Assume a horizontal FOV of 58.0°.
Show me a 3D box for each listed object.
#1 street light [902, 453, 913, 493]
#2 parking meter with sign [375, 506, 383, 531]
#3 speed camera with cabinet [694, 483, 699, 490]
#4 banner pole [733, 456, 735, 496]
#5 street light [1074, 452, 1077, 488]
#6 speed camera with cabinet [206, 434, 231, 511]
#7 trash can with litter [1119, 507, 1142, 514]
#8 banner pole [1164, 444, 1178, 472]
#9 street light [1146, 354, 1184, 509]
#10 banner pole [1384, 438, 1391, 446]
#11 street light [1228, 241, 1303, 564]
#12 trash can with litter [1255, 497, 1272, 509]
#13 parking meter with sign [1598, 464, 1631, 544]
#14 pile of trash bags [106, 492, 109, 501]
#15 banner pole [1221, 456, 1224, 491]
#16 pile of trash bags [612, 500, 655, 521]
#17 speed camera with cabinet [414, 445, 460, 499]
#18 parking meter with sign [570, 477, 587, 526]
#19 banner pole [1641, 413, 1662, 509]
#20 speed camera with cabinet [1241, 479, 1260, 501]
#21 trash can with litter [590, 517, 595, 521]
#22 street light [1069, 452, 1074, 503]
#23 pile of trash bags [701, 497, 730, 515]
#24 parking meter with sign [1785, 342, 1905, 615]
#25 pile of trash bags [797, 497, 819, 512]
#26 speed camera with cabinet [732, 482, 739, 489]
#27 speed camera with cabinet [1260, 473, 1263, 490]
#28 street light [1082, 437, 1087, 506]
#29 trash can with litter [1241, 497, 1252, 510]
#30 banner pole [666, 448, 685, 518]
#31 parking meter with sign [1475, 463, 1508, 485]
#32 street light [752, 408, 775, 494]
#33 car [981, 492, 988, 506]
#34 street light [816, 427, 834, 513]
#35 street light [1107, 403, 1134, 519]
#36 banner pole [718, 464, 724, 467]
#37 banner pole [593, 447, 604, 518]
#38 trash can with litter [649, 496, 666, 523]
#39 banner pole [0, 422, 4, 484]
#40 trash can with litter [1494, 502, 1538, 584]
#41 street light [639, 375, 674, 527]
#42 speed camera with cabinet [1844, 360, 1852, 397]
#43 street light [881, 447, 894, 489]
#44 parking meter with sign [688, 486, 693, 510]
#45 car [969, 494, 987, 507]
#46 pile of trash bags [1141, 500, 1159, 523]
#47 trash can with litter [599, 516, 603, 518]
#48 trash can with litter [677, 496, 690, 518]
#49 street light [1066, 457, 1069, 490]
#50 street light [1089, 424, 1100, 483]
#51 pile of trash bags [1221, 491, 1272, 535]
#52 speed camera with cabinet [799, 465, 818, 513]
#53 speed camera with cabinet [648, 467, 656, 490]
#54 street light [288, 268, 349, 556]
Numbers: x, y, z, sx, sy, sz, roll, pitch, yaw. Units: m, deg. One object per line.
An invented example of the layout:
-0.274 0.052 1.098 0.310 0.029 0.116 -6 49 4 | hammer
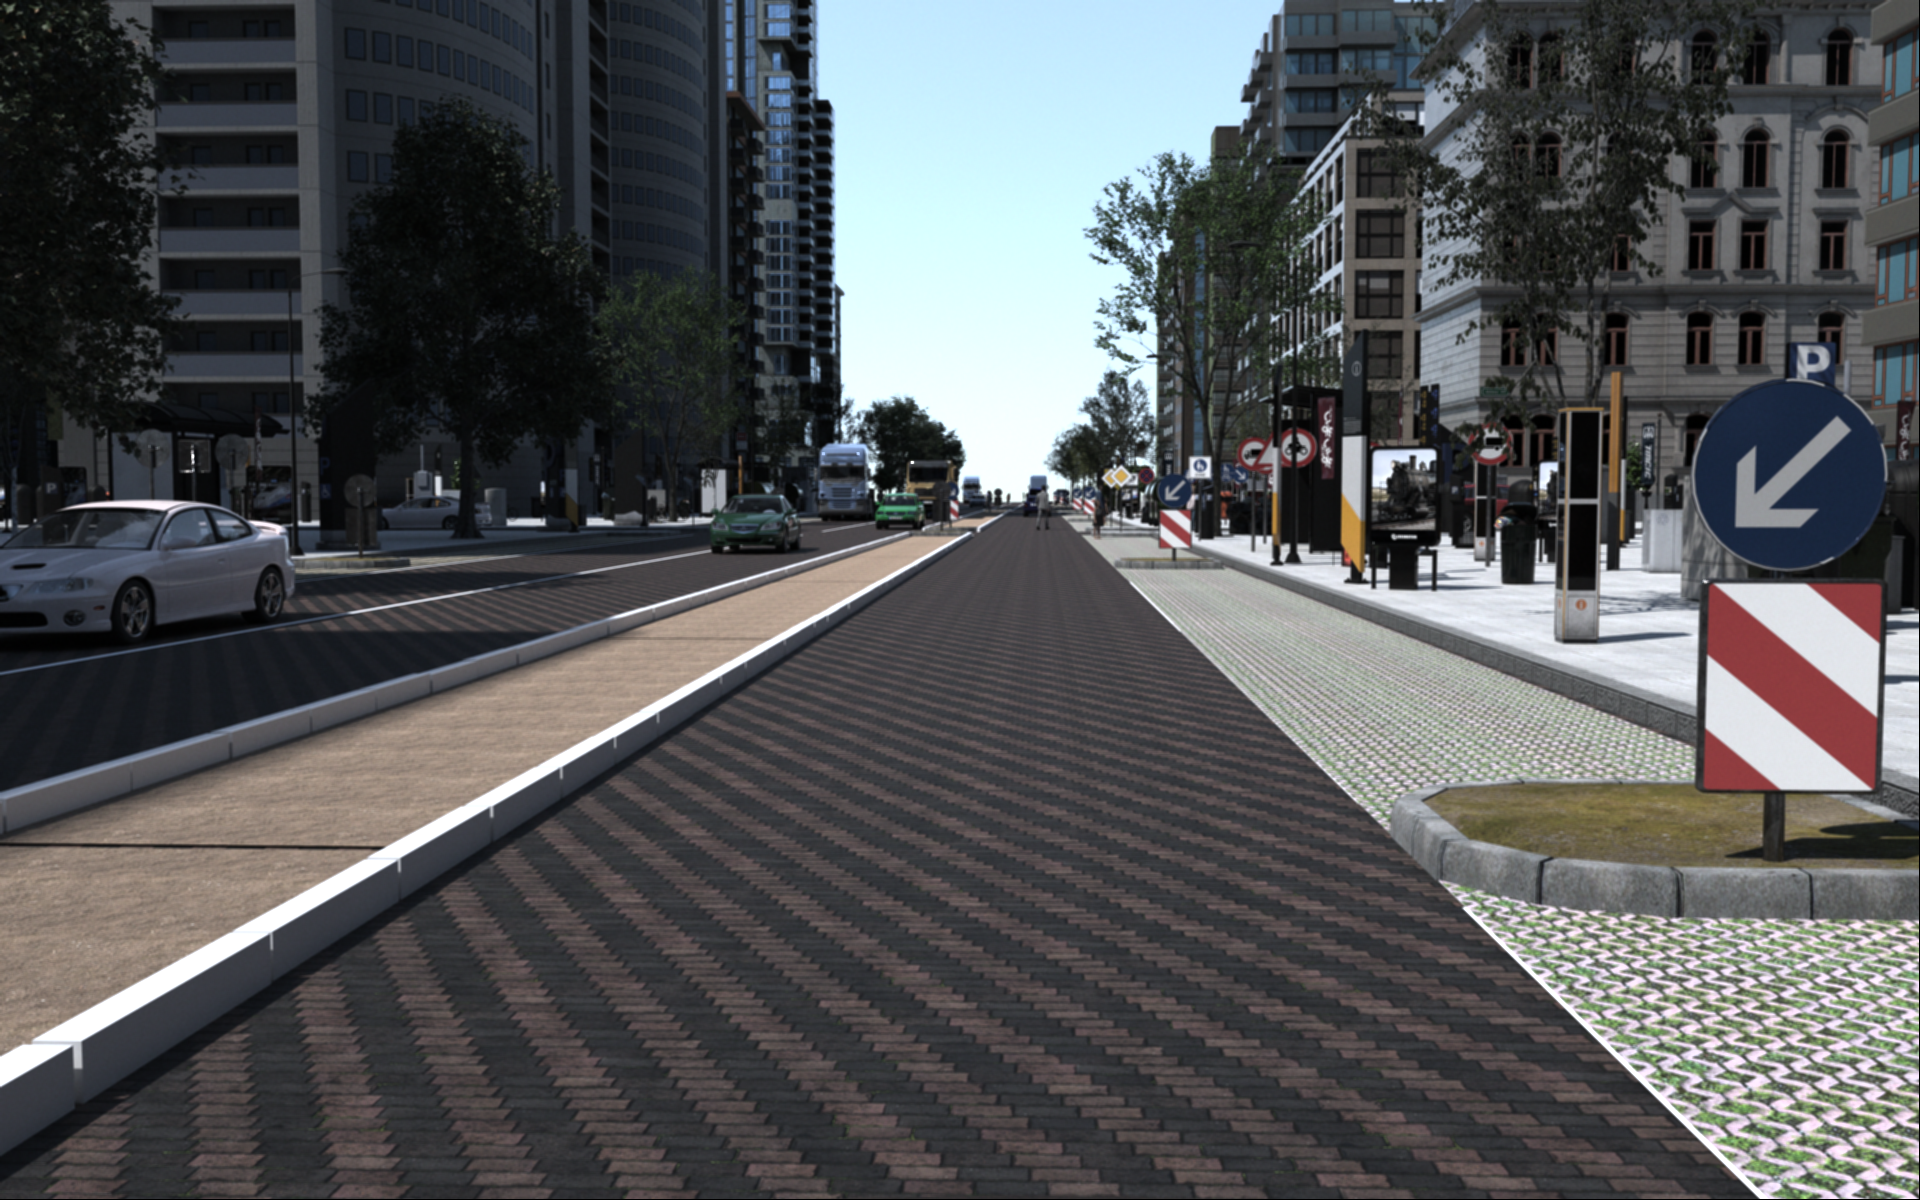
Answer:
-5.954 -13.642 195.581 1.470 5.913 1.316 0 4 3 | street light
-20.874 -3.892 59.892 0.543 3.016 1.738 3 5 42 | parking meter with sign
-20.505 -8.940 140.500 2.038 3.252 0.660 -2 4 -27 | speed camera with cabinet
-14.973 -7.623 114.655 0.401 3.779 0.863 0 4 2 | banner pole
11.844 -11.795 165.389 1.470 5.913 1.316 0 4 3 | street light
-23.320 -3.681 54.520 0.660 3.252 2.038 -2 4 -33 | speed camera with cabinet
11.721 -6.291 113.909 2.233 1.210 1.678 3 5 40 | trash can with litter
10.700 -5.964 87.536 0.863 3.779 0.401 1 4 17 | banner pole
6.880 -5.211 57.737 1.470 5.913 1.316 0 4 3 | street light
19.232 -5.382 78.010 0.401 3.779 0.863 3 4 36 | banner pole
5.630 -3.634 31.952 1.470 5.913 1.316 0 4 3 | street light
11.860 -3.371 66.499 0.624 1.170 1.055 -1 4 -21 | trash can with litter
16.277 -2.945 44.404 1.738 3.016 0.543 0 4 -4 | parking meter with sign
-69.382 -8.144 142.912 1.912 1.369 3.447 3 5 41 | pile of trash bags
17.100 -7.547 113.405 0.401 3.779 0.863 3 5 43 | banner pole
-15.528 -4.393 81.585 1.912 1.369 3.447 0 4 4 | pile of trash bags
-21.005 -4.635 70.123 2.038 3.252 0.660 -1 4 -10 | speed camera with cabinet
-15.611 -4.463 69.223 0.543 3.016 1.738 2 4 24 | parking meter with sign
21.355 -3.880 53.448 0.401 3.779 0.863 -2 4 -29 | banner pole
17.179 -6.720 104.206 0.660 3.252 2.038 -1 4 -13 | speed camera with cabinet
-18.927 -4.424 83.388 2.233 1.210 1.678 3 5 42 | trash can with litter
13.030 -13.372 191.177 1.470 5.913 1.316 0 4 3 | street light
-14.745 -5.789 104.397 1.912 1.369 3.447 -1 4 -21 | pile of trash bags
9.810 -1.400 19.148 0.543 3.016 1.738 0 4 -3 | parking meter with sign
-11.142 -6.994 124.107 1.912 1.369 3.447 1 4 18 | pile of trash bags
-16.997 -8.312 130.240 0.660 3.252 2.038 1 4 9 | speed camera with cabinet
20.534 -7.732 120.754 0.660 3.252 2.038 -1 4 -10 | speed camera with cabinet
10.624 -10.294 140.849 1.470 5.913 1.316 0 4 3 | street light
12.685 -4.005 76.870 0.624 1.170 1.055 3 5 39 | trash can with litter
-15.656 -6.396 94.587 0.863 3.779 0.401 -2 4 -33 | banner pole
21.284 -4.419 68.512 1.738 3.016 0.543 1 4 11 | parking meter with sign
-10.634 -7.389 93.354 1.470 5.913 1.316 0 4 3 | street light
2.486 -11.762 202.532 2.015 1.641 3.980 0 4 2 | car
-9.404 -9.022 120.043 1.470 5.913 1.316 0 4 3 | street light
8.235 -7.104 88.691 1.470 5.913 1.316 0 4 3 | street light
-17.098 -8.273 125.284 0.863 3.779 0.401 -1 4 -8 | banner pole
-19.117 -6.233 91.923 0.401 3.779 0.863 3 5 42 | banner pole
-13.713 -3.965 75.887 1.678 1.210 2.233 1 4 17 | trash can with litter
-29.486 -3.835 52.713 0.401 3.779 0.863 2 4 32 | banner pole
7.969 -0.829 24.946 0.624 1.170 1.055 1 4 12 | trash can with litter
-11.827 -5.812 67.566 1.470 5.913 1.316 0 4 3 | street light
12.650 -1.952 26.253 0.660 3.252 2.038 -2 4 -30 | speed camera with cabinet
-7.145 -12.058 169.692 1.470 5.913 1.316 0 4 3 | street light
-21.892 -8.924 142.169 0.543 3.016 1.738 0 4 7 | parking meter with sign
1.973 -10.808 188.705 2.014 1.417 4.499 0 4 3 | car
9.616 -4.076 76.403 3.447 1.369 1.912 1 4 15 | pile of trash bags
-19.039 -5.075 94.041 1.678 1.210 2.233 -1 4 -11 | trash can with litter
-15.006 -4.987 92.929 1.055 1.170 0.624 0 4 0 | trash can with litter
14.114 -14.993 217.668 1.470 5.913 1.316 0 4 3 | street light
9.454 -8.717 115.061 1.470 5.913 1.316 0 4 3 | street light
9.311 -2.801 55.552 1.912 1.369 3.447 -2 4 -27 | pile of trash bags
-10.237 -7.499 116.942 0.660 3.252 2.038 1 4 16 | speed camera with cabinet
-23.096 -8.149 127.574 0.660 3.252 2.038 3 5 44 | speed camera with cabinet
-13.276 -3.871 35.828 1.470 5.913 1.316 0 4 3 | street light
